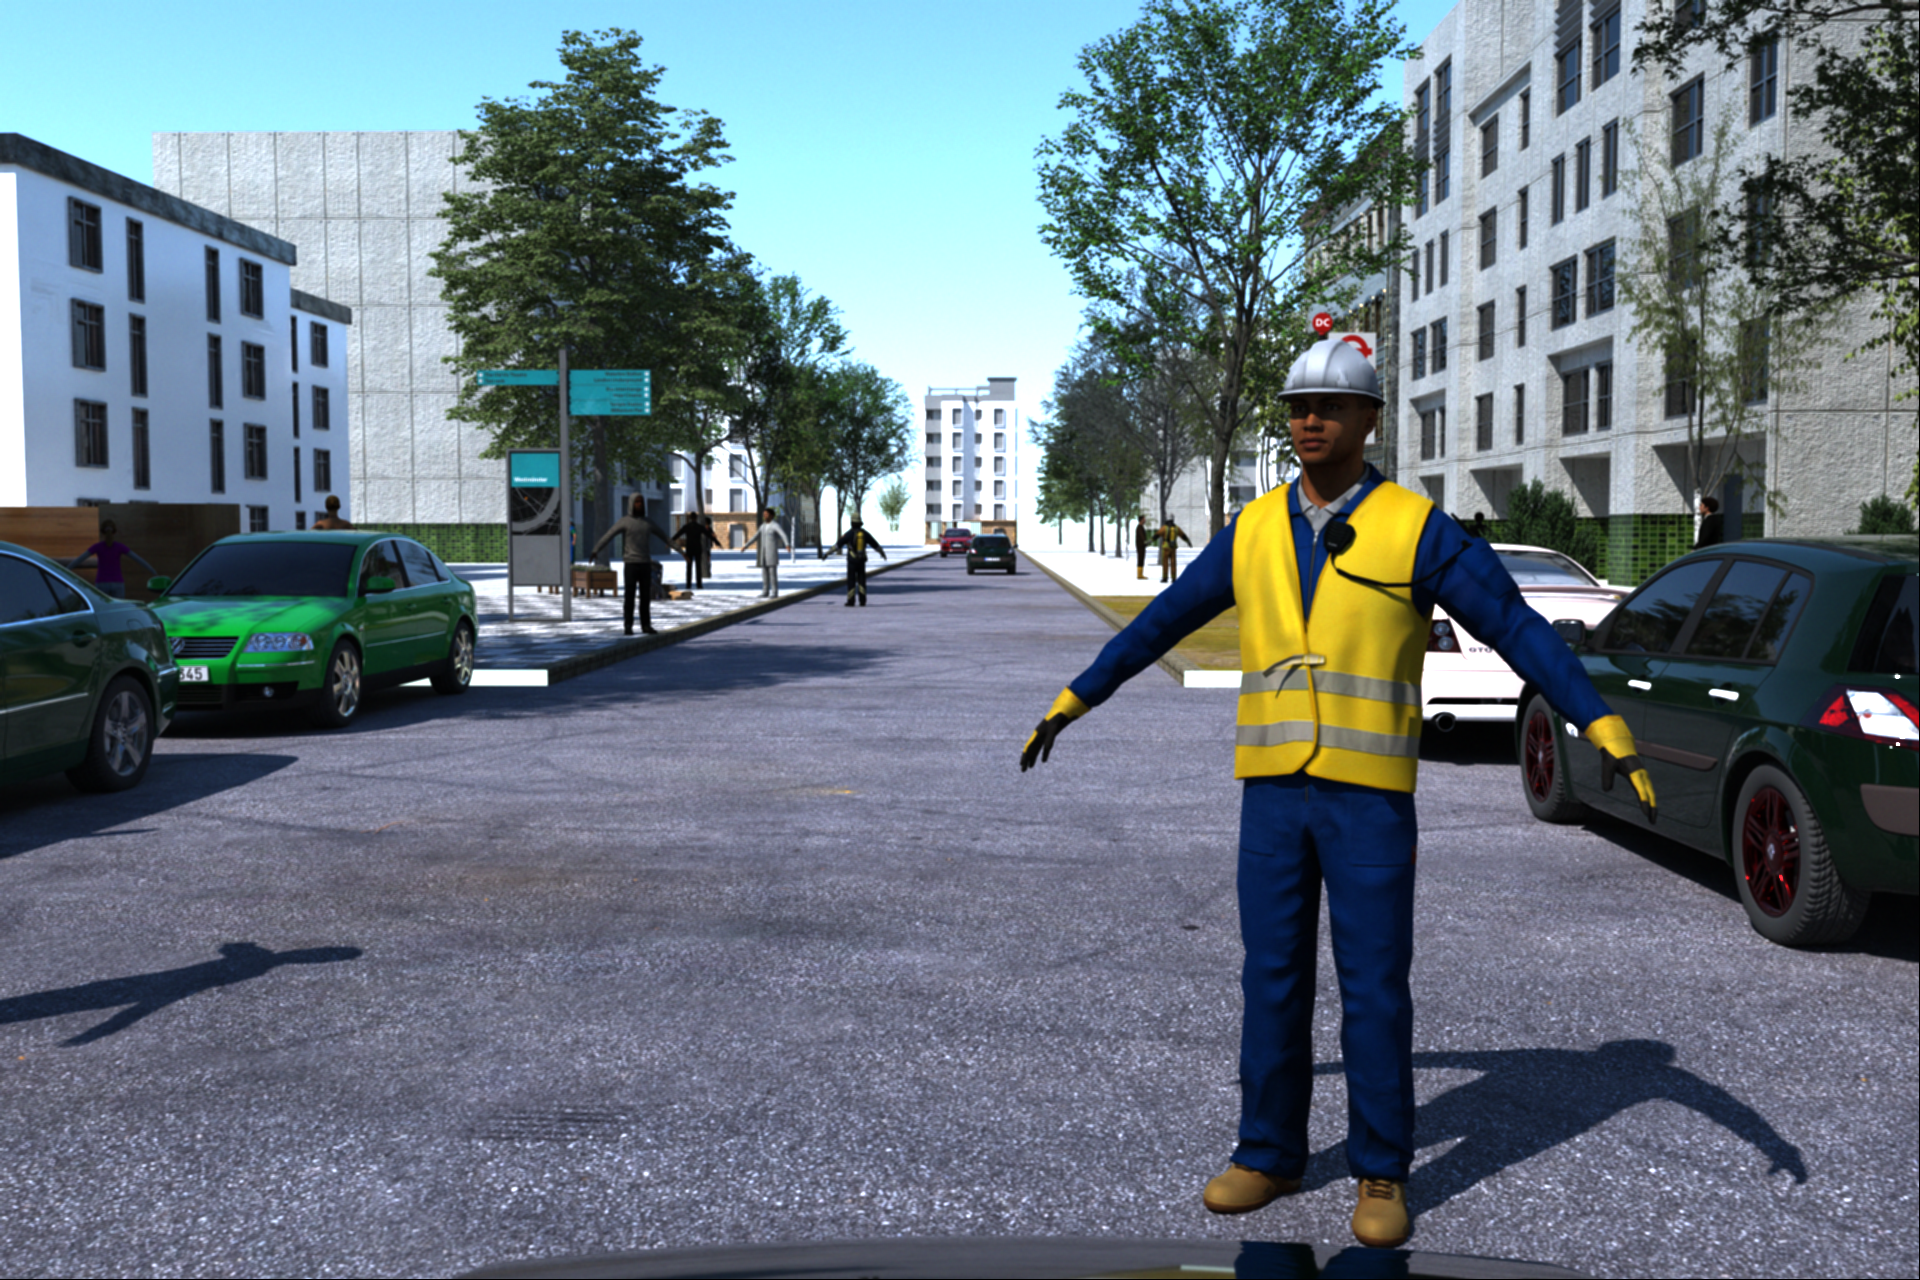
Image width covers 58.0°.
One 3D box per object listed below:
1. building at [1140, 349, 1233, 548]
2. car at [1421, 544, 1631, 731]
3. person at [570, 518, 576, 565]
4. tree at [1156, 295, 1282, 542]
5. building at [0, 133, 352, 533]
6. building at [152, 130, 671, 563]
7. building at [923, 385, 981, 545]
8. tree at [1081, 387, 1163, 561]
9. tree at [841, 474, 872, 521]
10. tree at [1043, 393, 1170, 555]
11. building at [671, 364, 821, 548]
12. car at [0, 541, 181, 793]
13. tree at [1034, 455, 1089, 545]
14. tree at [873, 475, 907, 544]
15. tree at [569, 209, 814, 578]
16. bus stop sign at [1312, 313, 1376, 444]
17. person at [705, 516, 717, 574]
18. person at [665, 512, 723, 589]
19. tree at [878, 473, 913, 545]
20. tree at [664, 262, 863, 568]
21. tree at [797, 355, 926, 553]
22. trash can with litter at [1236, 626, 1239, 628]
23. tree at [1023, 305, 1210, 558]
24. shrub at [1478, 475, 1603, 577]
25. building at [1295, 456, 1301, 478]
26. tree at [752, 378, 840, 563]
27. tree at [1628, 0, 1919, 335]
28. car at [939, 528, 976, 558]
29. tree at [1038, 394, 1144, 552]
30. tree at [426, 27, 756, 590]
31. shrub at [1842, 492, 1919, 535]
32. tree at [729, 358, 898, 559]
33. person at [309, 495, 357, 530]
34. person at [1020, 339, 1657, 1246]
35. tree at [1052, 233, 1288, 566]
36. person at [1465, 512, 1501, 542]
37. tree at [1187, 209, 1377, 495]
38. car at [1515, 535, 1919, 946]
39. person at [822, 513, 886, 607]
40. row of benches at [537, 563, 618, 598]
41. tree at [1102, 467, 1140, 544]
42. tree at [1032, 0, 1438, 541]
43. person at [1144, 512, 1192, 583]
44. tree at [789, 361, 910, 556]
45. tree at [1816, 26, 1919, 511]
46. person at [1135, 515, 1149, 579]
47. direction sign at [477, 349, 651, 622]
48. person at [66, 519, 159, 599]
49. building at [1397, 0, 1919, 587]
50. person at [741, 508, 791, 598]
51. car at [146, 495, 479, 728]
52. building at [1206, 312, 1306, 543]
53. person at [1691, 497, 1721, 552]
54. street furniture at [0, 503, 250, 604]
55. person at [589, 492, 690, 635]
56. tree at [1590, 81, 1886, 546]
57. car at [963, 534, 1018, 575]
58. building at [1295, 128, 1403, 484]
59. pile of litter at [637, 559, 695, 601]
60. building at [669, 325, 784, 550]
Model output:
[{"bbox_3d":[27.720,-18.796,173.764,16.747,18.905,31.486,0,4,2],"label":"building"},{"bbox_3d":[3.559,-0.029,12.837,2.083,1.381,4.827,0,4,0],"label":"car"},{"bbox_3d":[-12.637,-3.051,56.009,0.704,1.817,1.347,-2,4,-32],"label":"person"},{"bbox_3d":[7.708,-6.343,54.071,4.360,8.622,3.978,0,3,0],"label":"tree"},{"bbox_3d":[-23.805,-6.632,50.573,9.099,9.664,28.070,0,4,2],"label":"building"},{"bbox_3d":[-26.747,-13.799,92.071,16.747,18.905,31.486,0,4,1],"label":"building"},{"bbox_3d":[-4.181,-21.672,213.221,11.380,20.090,16.016,0,4,7],"label":"building"},{"bbox_3d":[7.889,-8.005,81.242,4.360,8.622,3.978,0,3,0],"label":"tree"},{"bbox_3d":[-12.223,-15.731,207.558,4.360,8.622,3.978,0,3,0],"label":"tree"},{"bbox_3d":[8.785,-10.437,105.053,8.767,10.594,7.601,1,4,17],"label":"tree"},{"bbox_3d":[-24.050,-20.816,171.277,19.493,23.208,18.063,0,4,1],"label":"building"},{"bbox_3d":[-5.587,0.212,8.335,2.131,1.459,4.920,0,4,1],"label":"car"},{"bbox_3d":[12.611,-17.887,210.576,7.486,12.596,7.792,0,3,0],"label":"tree"},{"bbox_3d":[-8.144,-16.088,213.402,4.360,8.622,3.978,0,3,0],"label":"tree"},{"bbox_3d":[-7.734,-7.075,50.094,7.601,10.594,8.767,0,4,-1],"label":"tree"},{"bbox_3d":[4.587,-1.974,20.975,0.855,3.939,0.416,0,4,1],"label":"bus stop sign"},{"bbox_3d":[-7.922,-2.919,53.869,0.704,1.843,1.345,-3,5,-45],"label":"person"},{"bbox_3d":[-6.230,-2.099,40.546,1.346,1.802,0.704,0,4,-4],"label":"person"},{"bbox_3d":[-7.687,-15.727,207.501,4.737,8.622,4.395,0,3,0],"label":"tree"},{"bbox_3d":[-7.541,-8.560,65.704,9.928,11.665,9.643,0,3,0],"label":"tree"},{"bbox_3d":[-6.943,-12.690,117.844,12.009,13.543,11.850,0,3,0],"label":"tree"},{"bbox_3d":[4.599,-0.712,22.695,1.678,1.210,2.233,0,4,0],"label":"trash can with litter"},{"bbox_3d":[8.559,-11.178,93.138,12.009,13.543,11.850,0,3,0],"label":"tree"},{"bbox_3d":[7.285,-1.071,21.929,1.690,2.028,1.600,0,3,0],"label":"shrub"},{"bbox_3d":[25.949,-9.562,98.493,9.099,9.664,28.070,0,4,1],"label":"building"},{"bbox_3d":[-7.335,-7.687,76.038,4.737,8.622,4.395,0,3,0],"label":"tree"},{"bbox_3d":[9.922,-4.904,14.596,8.767,10.594,7.601,-1,4,-14],"label":"tree"},{"bbox_3d":[-0.141,-5.998,106.748,2.281,1.827,5.304,0,4,1],"label":"car"},{"bbox_3d":[9.284,-12.451,121.706,7.486,12.596,7.792,0,3,0],"label":"tree"},{"bbox_3d":[-8.271,-7.399,39.107,7.486,12.596,7.792,0,3,0],"label":"tree"},{"bbox_3d":[17.440,-1.753,32.704,1.661,2.075,1.752,0,3,0],"label":"shrub"},{"bbox_3d":[-7.280,-9.450,88.926,8.767,10.594,7.601,-2,4,-24],"label":"tree"},{"bbox_3d":[-7.365,-0.827,20.329,1.217,1.733,0.721,-2,4,-30],"label":"person"},{"bbox_3d":[0.758,0.294,3.625,1.349,1.833,0.705,2,4,32],"label":"person"},{"bbox_3d":[8.332,-9.767,70.059,12.009,13.543,11.850,0,3,0],"label":"tree"},{"bbox_3d":[10.863,-1.812,36.346,1.216,1.740,0.721,0,4,8],"label":"person"},{"bbox_3d":[7.400,-5.486,40.055,4.737,8.622,4.395,0,3,0],"label":"tree"},{"bbox_3d":[3.705,0.146,7.402,2.009,1.686,4.222,0,4,1],"label":"car"},{"bbox_3d":[-2.061,-1.596,34.330,1.354,1.856,0.705,-2,4,-25],"label":"person"},{"bbox_3d":[-8.108,-1.283,36.438,1.422,0.672,4.104,-2,4,-27],"label":"row of benches"},{"bbox_3d":[21.145,-18.062,213.447,7.486,12.596,7.792,0,3,0],"label":"tree"},{"bbox_3d":[4.909,-6.486,31.806,9.928,11.665,9.643,0,3,0],"label":"tree"},{"bbox_3d":[5.524,-2.446,45.756,1.354,1.858,0.705,-1,4,-14],"label":"person"},{"bbox_3d":[-7.009,-10.826,102.757,9.928,11.665,9.643,0,3,0],"label":"tree"},{"bbox_3d":[13.524,-4.462,23.324,4.737,8.622,4.395,0,3,0],"label":"tree"},{"bbox_3d":[5.171,-2.630,49.132,0.704,1.812,1.346,0,4,-1],"label":"person"},{"bbox_3d":[-5.722,-2.261,25.733,2.525,3.948,1.411,0,4,2],"label":"direction sign"},{"bbox_3d":[-8.832,-0.533,17.984,0.991,1.433,0.599,-2,4,-30],"label":"person"},{"bbox_3d":[24.748,-11.201,49.589,16.747,18.905,31.486,0,4,1],"label":"building"},{"bbox_3d":[-3.879,-1.765,35.045,1.347,1.806,0.705,3,4,38],"label":"person"},{"bbox_3d":[-5.371,-0.331,14.201,1.959,1.807,4.718,0,4,2],"label":"car"},{"bbox_3d":[26.355,-17.850,148.275,16.016,20.090,11.380,0,4,1],"label":"building"},{"bbox_3d":[10.668,-1.137,24.784,0.705,1.806,1.347,2,4,34],"label":"person"},{"bbox_3d":[-12.776,-1.313,28.325,9.812,1.723,11.010,-1,4,-21],"label":"street furniture"},{"bbox_3d":[-4.118,-0.981,22.165,1.348,1.813,0.705,-2,4,-31],"label":"person"},{"bbox_3d":[12.301,-4.814,29.069,4.360,8.622,3.978,0,3,0],"label":"tree"},{"bbox_3d":[1.108,-3.202,62.147,2.009,1.686,4.222,0,4,0],"label":"car"},{"bbox_3d":[25.714,-14.906,74.634,19.493,23.208,18.063,0,4,1],"label":"building"},{"bbox_3d":[-5.806,-1.227,34.033,1.176,0.858,1.719,0,4,0],"label":"pile of litter"},{"bbox_3d":[-21.345,-17.641,144.848,16.016,20.090,11.380,0,4,2],"label":"building"}]
